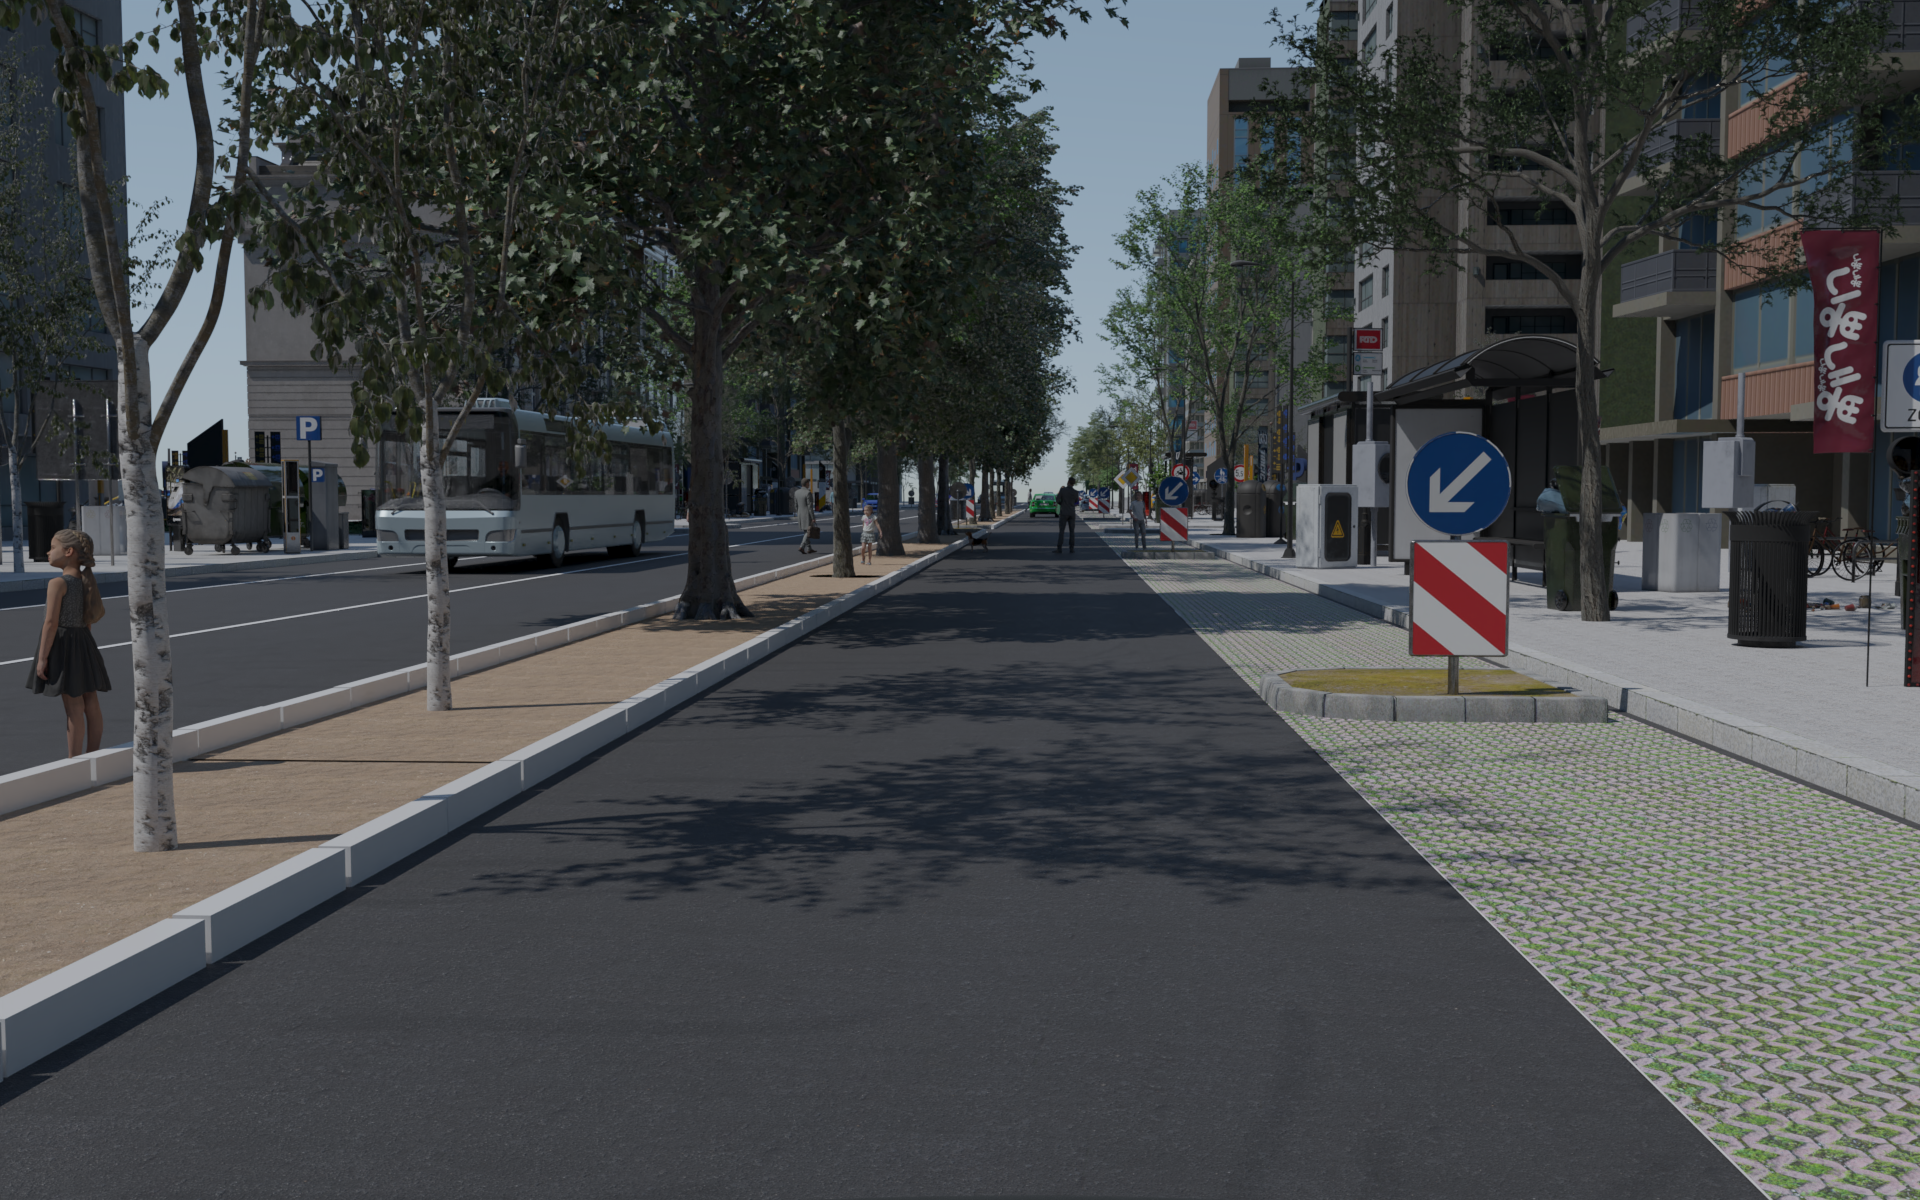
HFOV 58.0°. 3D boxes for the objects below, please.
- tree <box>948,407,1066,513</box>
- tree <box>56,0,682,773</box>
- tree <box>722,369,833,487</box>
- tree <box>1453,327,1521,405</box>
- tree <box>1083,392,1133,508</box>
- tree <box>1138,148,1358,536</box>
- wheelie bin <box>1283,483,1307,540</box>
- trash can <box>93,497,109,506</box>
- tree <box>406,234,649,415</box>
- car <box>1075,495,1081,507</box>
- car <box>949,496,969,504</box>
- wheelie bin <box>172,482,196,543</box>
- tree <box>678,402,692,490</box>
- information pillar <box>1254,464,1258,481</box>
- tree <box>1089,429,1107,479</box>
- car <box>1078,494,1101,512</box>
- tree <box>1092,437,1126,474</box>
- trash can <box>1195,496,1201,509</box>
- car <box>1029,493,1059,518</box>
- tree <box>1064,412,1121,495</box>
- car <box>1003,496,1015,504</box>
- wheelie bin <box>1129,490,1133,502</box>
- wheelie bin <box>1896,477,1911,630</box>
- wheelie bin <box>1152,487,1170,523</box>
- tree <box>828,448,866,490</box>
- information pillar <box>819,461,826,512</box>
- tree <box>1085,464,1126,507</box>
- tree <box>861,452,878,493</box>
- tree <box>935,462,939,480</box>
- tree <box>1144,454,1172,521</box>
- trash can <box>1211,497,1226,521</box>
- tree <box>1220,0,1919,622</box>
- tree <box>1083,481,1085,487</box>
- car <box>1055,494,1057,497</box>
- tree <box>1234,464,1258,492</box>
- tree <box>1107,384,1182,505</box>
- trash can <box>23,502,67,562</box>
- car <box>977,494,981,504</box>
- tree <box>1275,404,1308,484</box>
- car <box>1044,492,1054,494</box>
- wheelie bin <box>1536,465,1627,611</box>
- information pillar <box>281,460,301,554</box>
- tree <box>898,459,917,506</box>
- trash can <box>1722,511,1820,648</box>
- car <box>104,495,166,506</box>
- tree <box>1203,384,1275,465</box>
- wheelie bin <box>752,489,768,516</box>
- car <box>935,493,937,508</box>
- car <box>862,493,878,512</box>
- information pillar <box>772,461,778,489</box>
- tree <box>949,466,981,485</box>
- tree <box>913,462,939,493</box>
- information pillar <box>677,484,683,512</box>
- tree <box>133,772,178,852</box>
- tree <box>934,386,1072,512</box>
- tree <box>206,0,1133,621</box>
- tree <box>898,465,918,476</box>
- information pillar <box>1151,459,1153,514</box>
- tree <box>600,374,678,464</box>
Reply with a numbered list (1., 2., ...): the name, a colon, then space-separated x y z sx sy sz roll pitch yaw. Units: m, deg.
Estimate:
1. tree: 3.793 -11.882 131.137 8.767 10.594 7.601 0 4 3
2. tree: -3.430 -3.554 10.925 4.360 8.622 3.978 0 3 0
3. tree: -11.329 -10.799 110.975 7.601 10.594 8.767 2 4 34
4. tree: 23.914 -7.753 77.131 4.360 8.622 3.978 0 3 0
5. tree: 14.714 -13.572 156.312 7.601 10.594 8.767 -1 4 -21
6. tree: 8.304 -7.809 53.441 9.928 11.665 9.643 0 3 0
7. wheelie bin: 9.496 -2.489 48.603 0.693 1.594 0.980 -2 4 -29
8. trash can: -40.215 -4.254 81.204 0.748 1.137 0.748 0 3 0
9. tree: -13.974 -7.413 55.618 8.767 10.594 7.601 0 4 -1
10. car: 12.626 -10.145 178.450 1.945 1.354 3.894 0 4 4
11. car: -0.020 -7.424 133.744 2.083 1.381 4.827 0 4 2
12. wheelie bin: -20.161 -2.281 45.209 0.980 1.594 0.693 2 4 23
13. tree: -19.009 -10.058 114.818 4.737 8.622 4.395 0 3 0
14. information pillar: 23.029 -8.748 134.389 0.504 3.616 0.183 -1 4 -12
15. tree: 13.515 -11.279 134.766 4.737 8.622 4.395 0 3 0
16. car: 9.857 -7.191 129.577 2.014 1.417 4.499 0 4 1
17. tree: 17.589 -15.663 206.453 4.360 8.622 3.978 0 3 0
18. trash can: 18.635 -7.612 136.103 0.748 1.137 0.748 0 3 0
19. car: 5.204 -5.956 106.172 1.959 1.807 4.718 0 4 4
20. tree: 19.062 -19.589 238.411 7.486 12.596 7.792 0 3 0
21. car: 7.217 -15.396 260.758 2.155 1.783 4.494 0 4 2
22. wheelie bin: 14.379 -8.284 143.349 0.693 1.594 0.980 -2 4 -35
23. wheelie bin: 9.109 -0.502 16.116 0.693 1.594 0.980 1 4 16
24. wheelie bin: 8.940 -4.179 76.232 0.980 1.594 0.693 0 4 -1
25. tree: -9.342 -11.677 141.284 4.360 8.622 3.978 0 3 0
26. information pillar: -9.627 -7.929 120.996 0.504 3.616 0.183 0 4 5
27. tree: 15.861 -11.906 178.383 4.285 4.588 4.351 0 3 0
28. tree: -8.166 -13.071 164.071 4.737 8.622 4.395 0 3 0
29. tree: -3.907 -17.454 235.732 4.360 8.622 3.978 0 3 0
30. tree: 9.660 -5.480 84.197 1.663 3.219 1.824 0 3 0
31. trash can: 12.326 -4.342 82.639 0.748 1.137 0.748 0 3 0
32. tree: 6.101 -5.070 17.303 7.601 10.594 8.767 1 4 13
33. tree: 20.408 -16.941 260.697 4.285 4.588 4.351 0 3 0
34. car: 6.862 -7.422 131.143 2.009 1.686 4.222 0 4 4
35. tree: 16.110 -6.366 98.677 1.663 3.219 1.824 0 3 0
36. tree: 11.850 -9.727 109.399 4.737 8.622 4.395 0 3 0
37. trash can: -17.283 -1.290 32.750 0.748 1.137 0.748 0 3 0
38. car: 3.576 -15.351 260.767 2.009 1.686 4.222 0 4 5
39. tree: 26.721 -11.739 142.288 4.360 8.622 3.978 0 3 0
40. car: 13.731 -15.899 268.626 2.281 1.827 5.304 0 4 4
41. wheelie bin: 6.826 -0.688 19.153 0.980 1.594 0.693 0 4 -7
42. information pillar: -14.360 -2.000 37.185 0.304 2.012 0.304 -2 4 -32
43. tree: -6.136 -14.491 187.284 4.360 8.622 3.978 0 3 0
44. trash can: 6.811 -0.180 14.596 0.748 1.137 0.748 0 3 0
45. car: -34.000 -3.714 70.944 3.980 1.641 2.015 0 4 4
46. tree: 18.436 -10.173 116.685 4.360 8.622 3.978 0 3 0
47. wheelie bin: -11.592 -5.687 100.885 0.980 1.594 0.693 -2 4 -31
48. car: -2.074 -9.229 159.926 2.155 1.783 4.494 0 4 2
49. car: -6.617 -7.668 134.959 1.945 1.707 3.694 0 4 4
50. information pillar: -13.095 -8.040 122.815 0.504 3.616 0.183 0 4 2
51. tree: 0.073 -23.464 301.762 7.486 12.596 7.792 0 3 0
52. tree: -3.196 -19.112 246.891 8.767 10.594 7.601 -3 5 -41
53. information pillar: -19.579 -7.130 121.063 0.304 2.012 0.304 -2 4 -35
54. tree: -3.227 -3.280 6.455 4.360 8.622 3.978 0 3 0
55. tree: 3.944 -13.970 141.239 12.009 13.543 11.850 0 3 0
56. tree: -2.904 -6.121 19.537 9.611 12.733 9.660 0 3 0
57. tree: -4.855 -18.919 219.695 12.009 13.543 11.850 0 3 0
58. information pillar: 12.640 -7.513 114.193 0.183 3.616 0.504 -1 4 -9
59. tree: -18.482 -8.953 96.744 4.737 8.622 4.395 0 3 0
